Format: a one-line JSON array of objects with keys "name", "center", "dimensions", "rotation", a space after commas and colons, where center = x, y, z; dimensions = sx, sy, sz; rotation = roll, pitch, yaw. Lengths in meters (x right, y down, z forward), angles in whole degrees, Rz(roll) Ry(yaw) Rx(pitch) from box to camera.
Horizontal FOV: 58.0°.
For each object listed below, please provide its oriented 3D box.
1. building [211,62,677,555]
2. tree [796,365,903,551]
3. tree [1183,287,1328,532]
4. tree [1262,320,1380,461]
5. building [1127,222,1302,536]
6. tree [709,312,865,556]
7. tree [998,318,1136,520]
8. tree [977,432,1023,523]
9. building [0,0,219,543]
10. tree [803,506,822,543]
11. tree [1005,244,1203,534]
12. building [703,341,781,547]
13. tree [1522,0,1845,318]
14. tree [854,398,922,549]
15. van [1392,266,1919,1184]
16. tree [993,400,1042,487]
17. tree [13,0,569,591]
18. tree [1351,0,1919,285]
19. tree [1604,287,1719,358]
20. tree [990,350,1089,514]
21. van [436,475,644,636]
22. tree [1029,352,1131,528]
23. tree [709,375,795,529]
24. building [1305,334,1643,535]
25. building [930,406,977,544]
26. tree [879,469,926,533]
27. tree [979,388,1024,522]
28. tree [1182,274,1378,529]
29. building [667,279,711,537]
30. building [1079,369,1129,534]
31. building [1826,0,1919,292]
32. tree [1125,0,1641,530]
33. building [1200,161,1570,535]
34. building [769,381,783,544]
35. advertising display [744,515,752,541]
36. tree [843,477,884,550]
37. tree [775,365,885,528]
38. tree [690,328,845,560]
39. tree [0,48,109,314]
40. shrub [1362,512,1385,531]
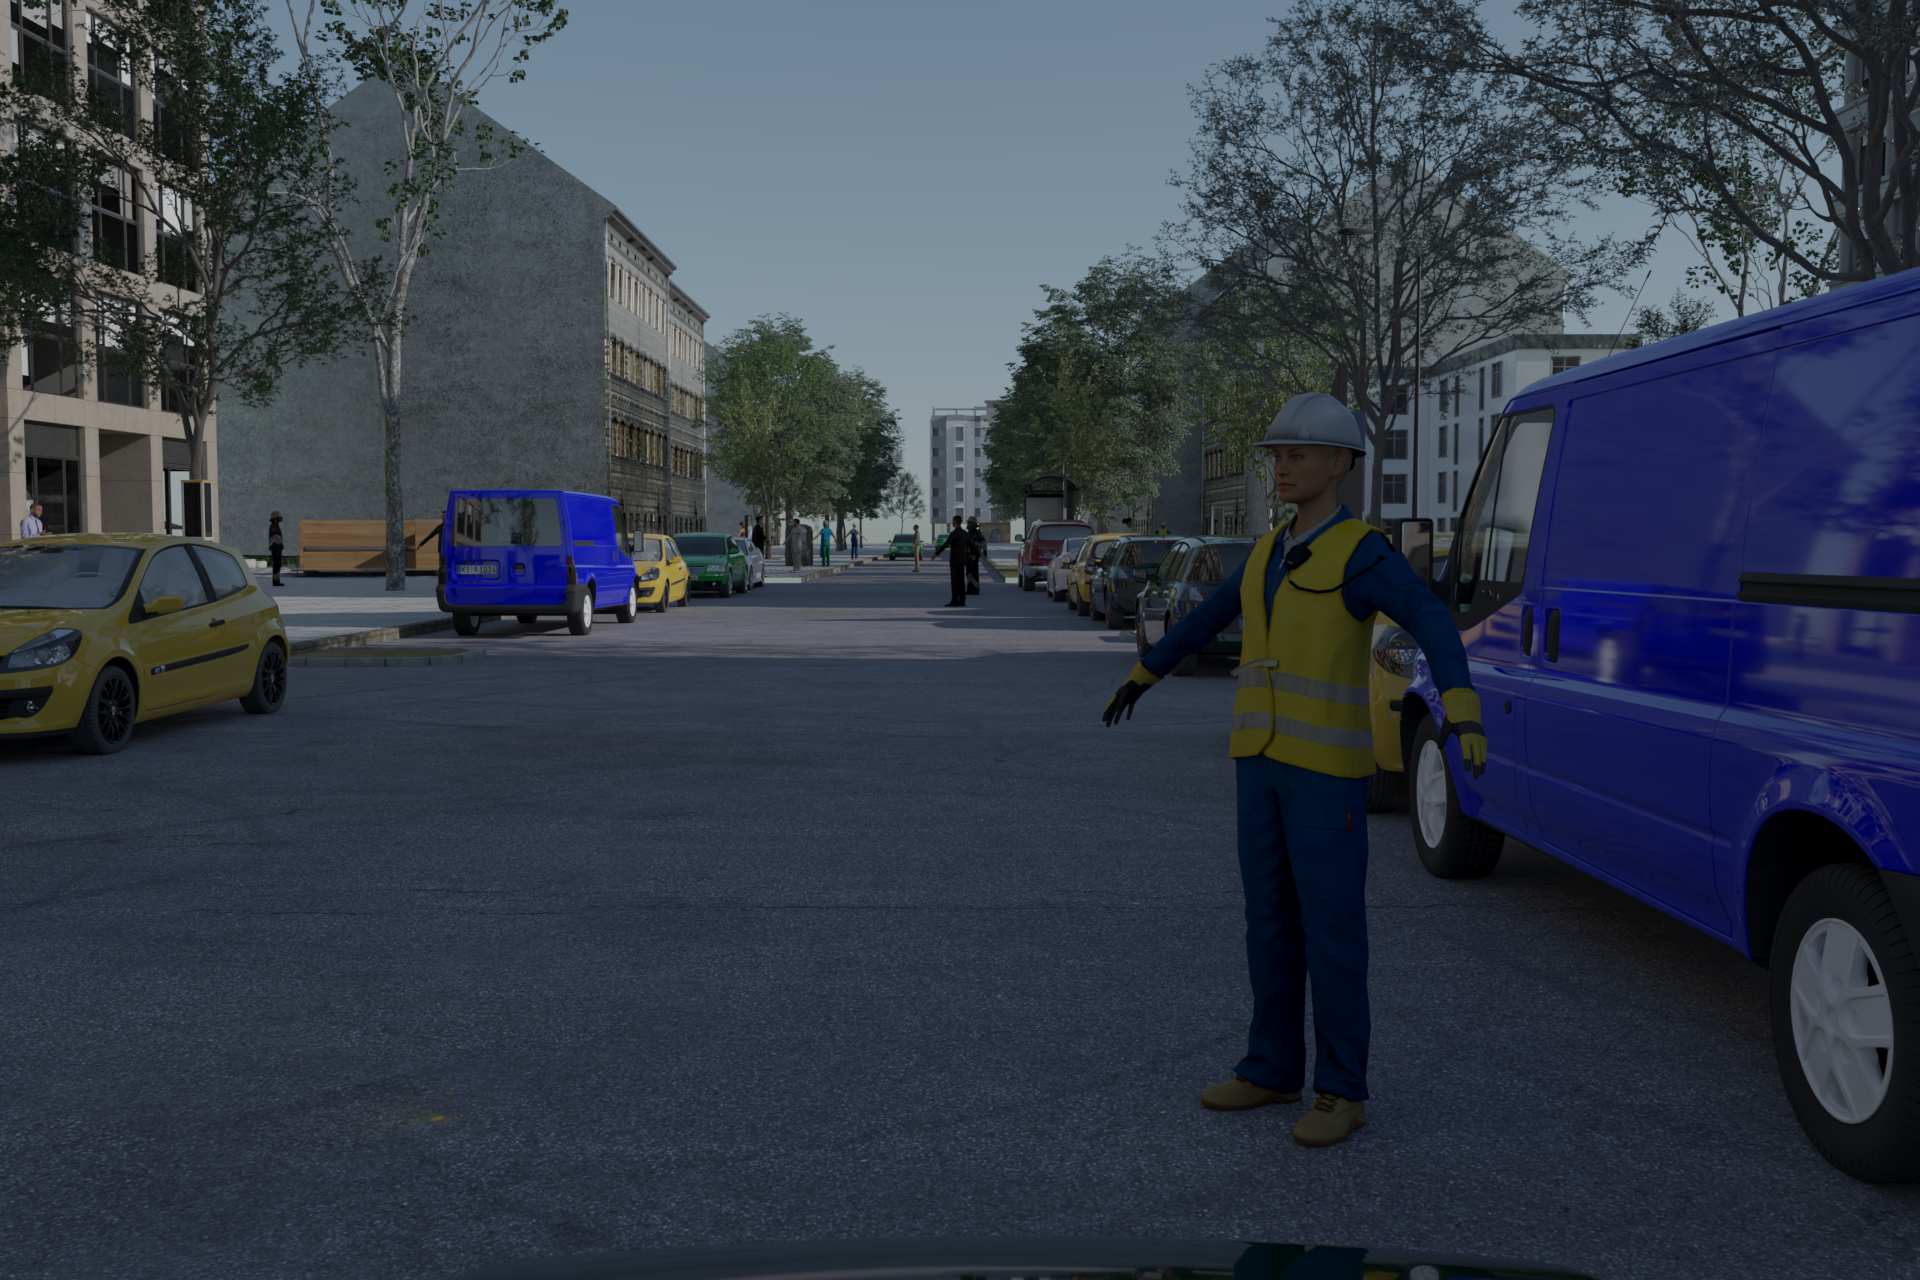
[{"name": "building", "center": [-25.656, -15.787, 89.045], "dimensions": [19.493, 23.208, 18.063], "rotation": [0, 4, 0]}, {"name": "tree", "center": [-8.882, -13.594, 128.909], "dimensions": [9.857, 13.997, 8.962], "rotation": [0, 3, 0]}, {"name": "tree", "center": [8.773, -6.080, 49.770], "dimensions": [4.737, 8.622, 4.395], "rotation": [0, 3, 0]}, {"name": "tree", "center": [12.193, -6.567, 57.739], "dimensions": [4.737, 8.622, 4.395], "rotation": [0, 3, 0]}, {"name": "building", "center": [22.677, -18.227, 128.947], "dimensions": [19.493, 23.208, 18.063], "rotation": [0, 4, 0]}, {"name": "tree", "center": [-9.694, -11.766, 99.036], "dimensions": [9.857, 13.997, 8.962], "rotation": [0, 3, 0]}, {"name": "tree", "center": [5.576, -10.615, 91.681], "dimensions": [7.486, 12.596, 7.792], "rotation": [0, 3, 0]}, {"name": "tree", "center": [6.413, -15.180, 154.848], "dimensions": [9.857, 13.997, 8.962], "rotation": [0, 3, 0]}, {"name": "building", "center": [-32.541, -14.238, 35.986], "dimensions": [19.351, 26.588, 34.151], "rotation": [0, 3, 0]}, {"name": "tree", "center": [-19.753, -17.911, 243.205], "dimensions": [4.360, 8.622, 3.978], "rotation": [0, 3, 0]}, {"name": "tree", "center": [6.367, -10.459, 77.664], "dimensions": [9.857, 13.997, 8.962], "rotation": [0, 3, 0]}, {"name": "building", "center": [-29.233, -21.433, 181.362], "dimensions": [19.493, 23.208, 18.063], "rotation": [0, 4, 1]}, {"name": "tree", "center": [23.934, -12.075, 53.316], "dimensions": [12.611, 20.169, 13.585], "rotation": [0, 3, 0]}, {"name": "tree", "center": [-8.892, -14.867, 153.437], "dimensions": [12.009, 13.543, 11.850], "rotation": [0, 3, 0]}, {"name": "van", "center": [2.886, -0.067, 5.477], "dimensions": [2.240, 2.365, 5.245], "rotation": [0, 4, -1]}, {"name": "tree", "center": [5.968, -11.637, 116.013], "dimensions": [9.928, 11.665, 9.643], "rotation": [0, 3, 0]}, {"name": "tree", "center": [-14.143, -11.223, 39.394], "dimensions": [12.611, 20.169, 13.585], "rotation": [0, 3, 0]}, {"name": "tree", "center": [9.044, -6.488, 16.455], "dimensions": [12.009, 13.543, 11.850], "rotation": [0, 3, 0]}, {"name": "tree", "center": [27.349, -7.968, 64.691], "dimensions": [8.767, 10.594, 7.601], "rotation": [1, 4, 13]}, {"name": "tree", "center": [5.485, -11.383, 104.234], "dimensions": [7.486, 12.596, 7.792], "rotation": [0, 3, 0]}, {"name": "van", "center": [-6.182, -1.330, 26.125], "dimensions": [2.240, 2.365, 5.245], "rotation": [0, 3, 0]}, {"name": "tree", "center": [4.748, -7.289, 69.542], "dimensions": [4.737, 8.622, 4.395], "rotation": [0, 3, 0]}, {"name": "tree", "center": [-9.348, -7.888, 79.323], "dimensions": [4.737, 8.622, 4.395], "rotation": [0, 3, 0]}, {"name": "building", "center": [24.179, -8.851, 86.857], "dimensions": [9.099, 9.664, 28.070], "rotation": [0, 4, 0]}, {"name": "building", "center": [-4.044, -23.828, 248.456], "dimensions": [11.380, 20.090, 16.016], "rotation": [0, 4, 4]}, {"name": "tree", "center": [-8.120, -19.210, 248.500], "dimensions": [7.601, 10.594, 8.767], "rotation": [0, 4, 1]}, {"name": "tree", "center": [6.176, -14.480, 143.395], "dimensions": [9.857, 13.997, 8.962], "rotation": [0, 3, 0]}, {"name": "tree", "center": [12.539, -8.686, 67.777], "dimensions": [9.928, 11.665, 9.643], "rotation": [0, 3, 0]}, {"name": "building", "center": [-26.955, -17.124, 110.913], "dimensions": [19.493, 23.208, 18.063], "rotation": [0, 3, 0]}, {"name": "building", "center": [23.858, -22.672, 201.607], "dimensions": [19.493, 23.208, 18.063], "rotation": [0, 3, 0]}, {"name": "building", "center": [26.946, -11.663, 37.365], "dimensions": [8.464, 21.280, 15.925], "rotation": [0, 4, 0]}, {"name": "tree", "center": [8.800, -7.705, 36.347], "dimensions": [12.009, 13.543, 11.850], "rotation": [0, 3, 0]}, {"name": "building", "center": [26.059, -17.093, 110.396], "dimensions": [19.493, 23.208, 18.063], "rotation": [0, 4, 0]}, {"name": "building", "center": [-28.256, -21.893, 214.369], "dimensions": [16.016, 20.090, 11.380], "rotation": [0, 3, 0]}, {"name": "advertising display", "center": [-7.163, -3.270, 58.684], "dimensions": [0.123, 1.923, 0.974], "rotation": [0, 4, 2]}, {"name": "tree", "center": [-9.607, -12.626, 140.850], "dimensions": [7.601, 10.594, 8.767], "rotation": [2, 4, 26]}, {"name": "tree", "center": [-8.827, -12.068, 115.440], "dimensions": [7.486, 12.596, 7.792], "rotation": [0, 3, 0]}, {"name": "tree", "center": [-9.618, -9.852, 86.832], "dimensions": [9.928, 11.665, 9.643], "rotation": [0, 3, 0]}, {"name": "tree", "center": [-12.227, -5.046, 16.912], "dimensions": [8.767, 10.594, 7.601], "rotation": [3, 5, 44]}, {"name": "shrub", "center": [14.623, -3.557, 62.202], "dimensions": [1.661, 2.075, 1.752], "rotation": [0, 3, 0]}]
